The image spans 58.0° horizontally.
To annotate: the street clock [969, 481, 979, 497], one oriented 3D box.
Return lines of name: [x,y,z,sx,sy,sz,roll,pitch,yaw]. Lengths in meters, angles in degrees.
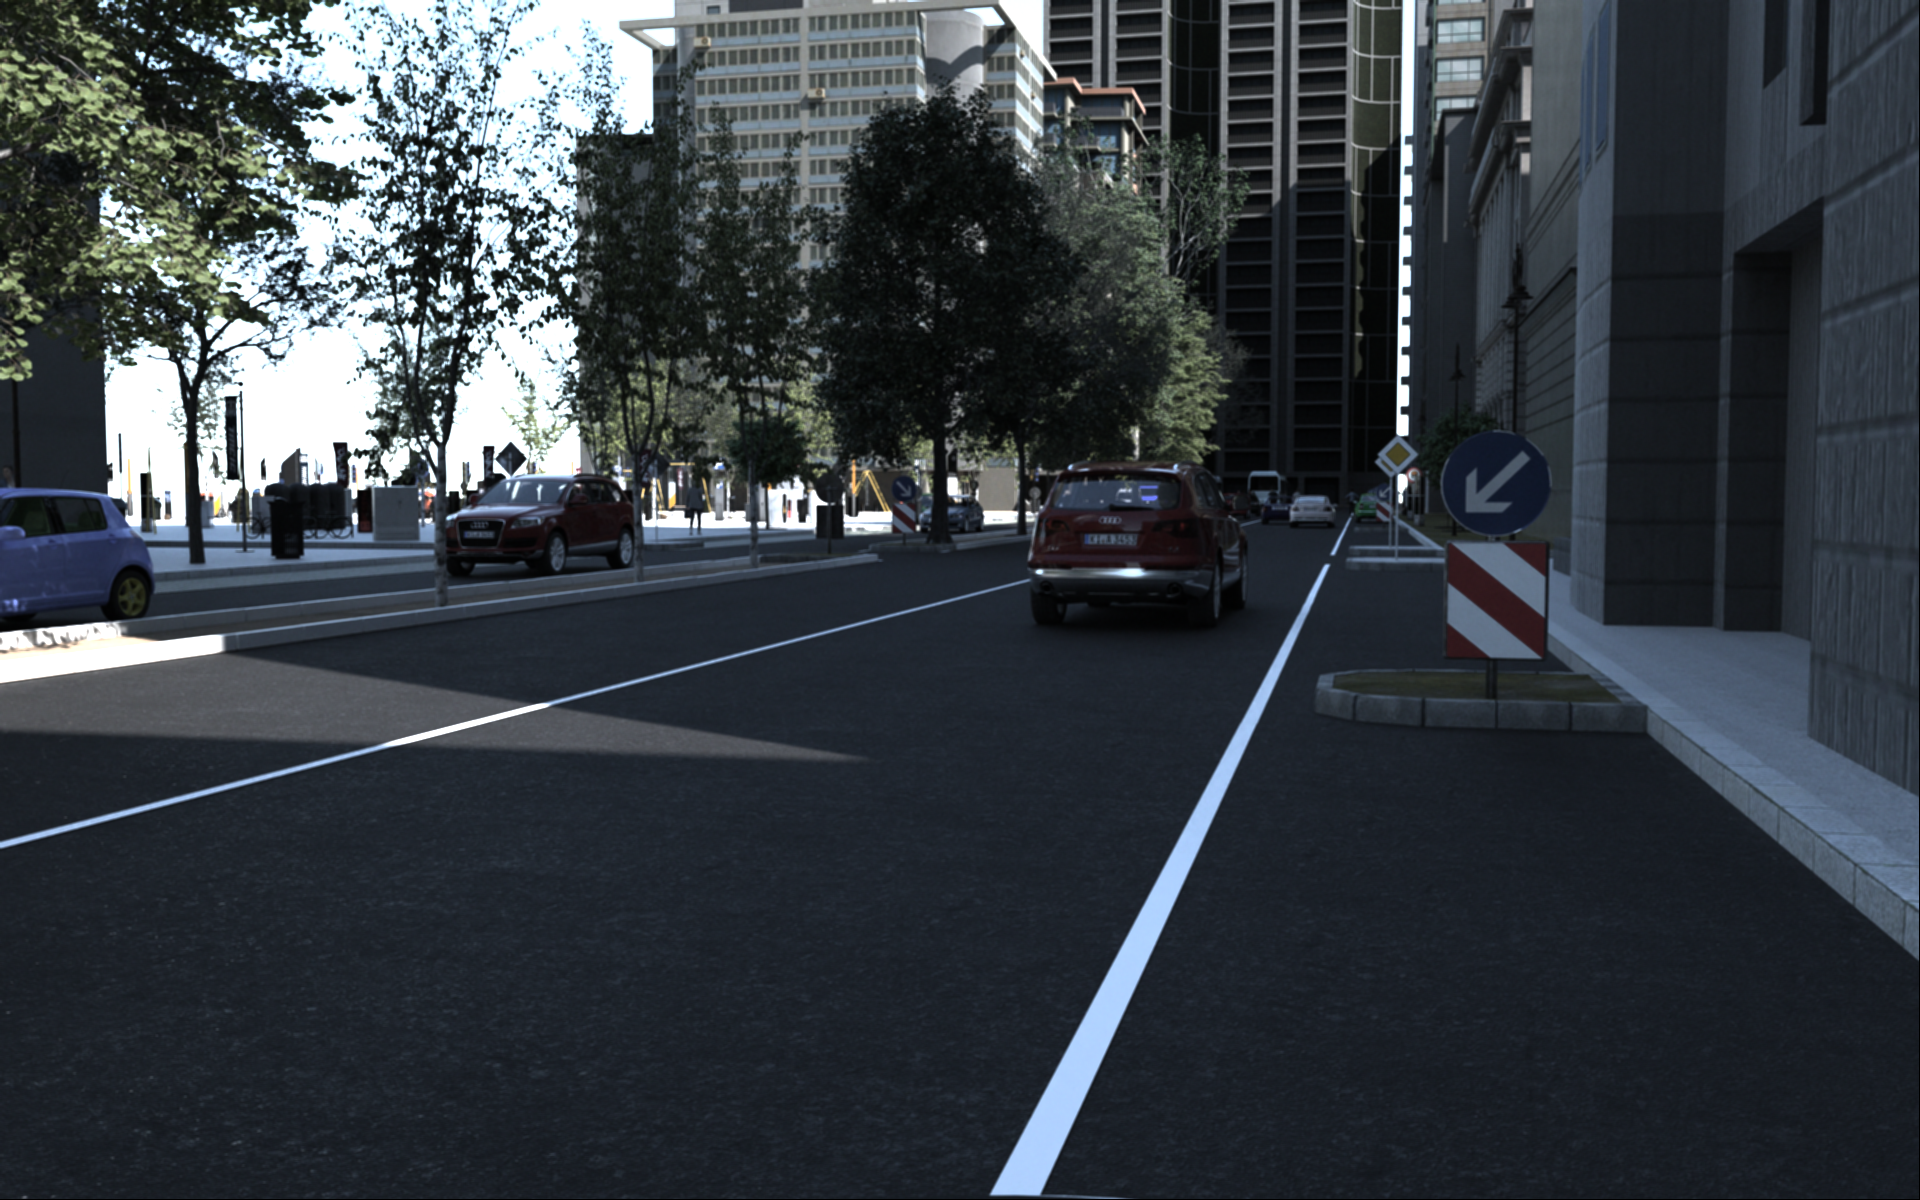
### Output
street clock: [0.745,-5.411,93.045,0.471,2.002,0.358,3,4,38]

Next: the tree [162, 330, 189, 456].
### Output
tree: [-31.495,-7.434,71.916,4.360,8.622,3.978,0,3,0]

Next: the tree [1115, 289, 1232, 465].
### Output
tree: [10.997,-10.678,95.170,7.486,12.596,7.792,0,3,0]

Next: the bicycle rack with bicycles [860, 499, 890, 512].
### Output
bicycle rack with bicycles: [-6.145,-6.539,120.299,2.852,0.926,2.925,0,4,-4]

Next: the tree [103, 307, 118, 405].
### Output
tree: [-31.130,-6.723,60.287,4.360,8.622,3.978,0,3,0]

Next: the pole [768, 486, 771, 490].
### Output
pole: [-8.568,-5.137,77.830,0.158,3.312,0.155,0,3,0]

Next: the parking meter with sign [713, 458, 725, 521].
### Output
parking meter with sign: [-11.501,-5.281,82.599,0.543,3.016,1.738,0,4,-7]

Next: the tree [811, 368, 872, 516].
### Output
tree: [-6.747,-9.192,100.656,4.360,8.622,3.978,0,3,0]

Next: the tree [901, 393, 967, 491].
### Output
tree: [-2.546,-9.811,110.778,4.737,8.622,4.395,0,3,0]

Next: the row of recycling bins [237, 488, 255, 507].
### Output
row of recycling bins: [-45.074,-6.430,112.248,3.534,1.692,1.069,0,3,0]

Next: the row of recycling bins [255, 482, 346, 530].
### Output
row of recycling bins: [-23.571,-3.388,62.507,1.069,1.692,3.534,2,4,24]

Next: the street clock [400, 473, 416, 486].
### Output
street clock: [-18.062,-3.190,56.734,0.471,2.002,0.358,0,4,7]

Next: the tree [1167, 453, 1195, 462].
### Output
tree: [24.656,-14.954,194.866,4.360,8.622,3.978,0,3,0]

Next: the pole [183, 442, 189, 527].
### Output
pole: [-30.438,-4.547,68.185,0.158,3.312,0.155,0,3,0]

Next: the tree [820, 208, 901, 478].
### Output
tree: [-3.876,-4.842,31.986,4.737,8.622,4.395,0,3,0]

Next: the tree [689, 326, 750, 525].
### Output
tree: [-11.080,-7.389,71.165,4.360,8.622,3.978,0,3,0]

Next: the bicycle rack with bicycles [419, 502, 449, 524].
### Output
bicycle rack with bicycles: [-23.254,-3.774,75.080,2.925,0.926,2.852,-1,4,-11]

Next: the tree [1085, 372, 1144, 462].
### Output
tree: [6.266,-7.562,76.453,4.737,8.622,4.395,0,3,0]

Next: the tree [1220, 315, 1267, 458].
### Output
tree: [13.436,-11.733,104.666,12.009,13.543,11.850,0,3,0]

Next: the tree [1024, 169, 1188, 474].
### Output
tree: [4.664,-9.784,69.082,9.857,13.997,8.962,0,3,0]

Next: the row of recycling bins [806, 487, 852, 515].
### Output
row of recycling bins: [-7.986,-6.038,105.837,3.534,1.692,1.069,2,4,32]

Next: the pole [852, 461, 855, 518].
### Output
pole: [-5.698,-6.056,92.860,0.158,3.312,0.155,0,3,0]

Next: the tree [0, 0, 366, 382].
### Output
tree: [-8.250,-5.693,13.667,7.486,12.596,7.792,0,3,0]

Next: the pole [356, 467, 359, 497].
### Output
pole: [-45.716,-8.413,131.400,0.158,3.312,0.155,0,3,0]

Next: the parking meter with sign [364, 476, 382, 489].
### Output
parking meter with sign: [-41.762,-7.719,122.462,1.738,3.016,0.543,-2,4,-30]

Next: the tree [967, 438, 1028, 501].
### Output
tree: [3.434,-9.580,107.002,4.737,8.622,4.395,0,3,0]

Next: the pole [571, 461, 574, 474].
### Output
pole: [-23.717,-6.861,106.027,0.158,3.312,0.155,0,3,0]

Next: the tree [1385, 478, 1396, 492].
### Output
tree: [46.872,-11.927,189.610,1.663,3.219,1.824,0,3,0]

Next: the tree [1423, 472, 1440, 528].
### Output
tree: [18.216,-4.308,65.031,1.663,3.219,1.824,0,3,0]

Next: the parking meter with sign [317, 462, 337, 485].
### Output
parking meter with sign: [-34.656,-6.107,96.103,1.738,3.016,0.543,-3,5,-43]

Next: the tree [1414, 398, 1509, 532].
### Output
tree: [17.294,-4.621,59.274,4.285,4.588,4.351,0,3,0]

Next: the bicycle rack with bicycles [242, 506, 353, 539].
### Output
bicycle rack with bicycles: [-18.896,-2.260,50.337,2.925,0.926,2.852,1,4,15]

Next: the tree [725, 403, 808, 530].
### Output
tree: [-6.959,-4.830,62.692,4.285,4.588,4.351,0,3,0]

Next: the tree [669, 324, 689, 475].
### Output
tree: [-11.690,-6.395,54.922,4.360,8.622,3.978,0,3,0]

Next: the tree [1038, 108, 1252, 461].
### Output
tree: [7.570,-13.883,85.333,12.611,20.169,13.585,0,3,0]

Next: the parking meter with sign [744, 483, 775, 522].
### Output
parking meter with sign: [-9.071,-5.065,79.074,0.543,3.016,1.738,3,5,39]

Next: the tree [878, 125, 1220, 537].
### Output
tree: [2.080,-8.862,57.725,12.009,13.543,11.850,0,3,0]

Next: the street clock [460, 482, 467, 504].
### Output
street clock: [-30.422,-6.217,106.214,0.471,2.002,0.358,3,4,36]

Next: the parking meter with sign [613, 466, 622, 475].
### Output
parking meter with sign: [-20.976,-6.757,106.731,0.543,3.016,1.738,0,4,-3]

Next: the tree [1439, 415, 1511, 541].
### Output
tree: [12.916,-2.900,42.019,1.663,3.219,1.824,0,3,0]

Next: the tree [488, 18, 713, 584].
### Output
tree: [-5.043,-4.515,26.646,4.737,8.622,4.395,0,3,0]

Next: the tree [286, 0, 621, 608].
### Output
tree: [-6.385,-4.197,21.443,4.360,8.622,3.978,0,3,0]

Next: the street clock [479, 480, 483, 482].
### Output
street clock: [-24.958,-5.254,90.476,0.471,2.002,0.358,1,4,14]

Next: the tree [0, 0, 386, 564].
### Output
tree: [-14.271,-5.933,31.417,8.767,10.594,7.601,2,4,24]

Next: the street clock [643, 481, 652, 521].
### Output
street clock: [-14.862,-4.752,82.267,0.358,2.002,0.471,2,4,24]

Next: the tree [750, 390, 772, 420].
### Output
tree: [-12.724,-8.943,96.574,4.360,8.622,3.978,0,3,0]

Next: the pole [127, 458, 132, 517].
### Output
pole: [-46.725,-6.336,97.438,0.158,3.312,0.155,0,3,0]

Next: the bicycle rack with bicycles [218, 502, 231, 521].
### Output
bicycle rack with bicycles: [-35.738,-4.239,82.692,2.852,0.926,2.925,0,4,-3]

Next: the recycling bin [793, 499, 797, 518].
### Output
recycling bin: [-9.262,-4.945,93.407,0.722,1.027,0.722,-2,4,-27]

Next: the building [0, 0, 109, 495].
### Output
building: [-33.140,-24.992,32.327,21.600,48.544,21.300,1,4,13]

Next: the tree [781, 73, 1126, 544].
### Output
tree: [-0.531,-7.811,47.175,9.611,12.733,9.660,0,3,0]

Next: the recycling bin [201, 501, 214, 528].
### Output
recycling bin: [-28.702,-3.242,65.562,0.722,1.027,0.722,-1,4,-11]
